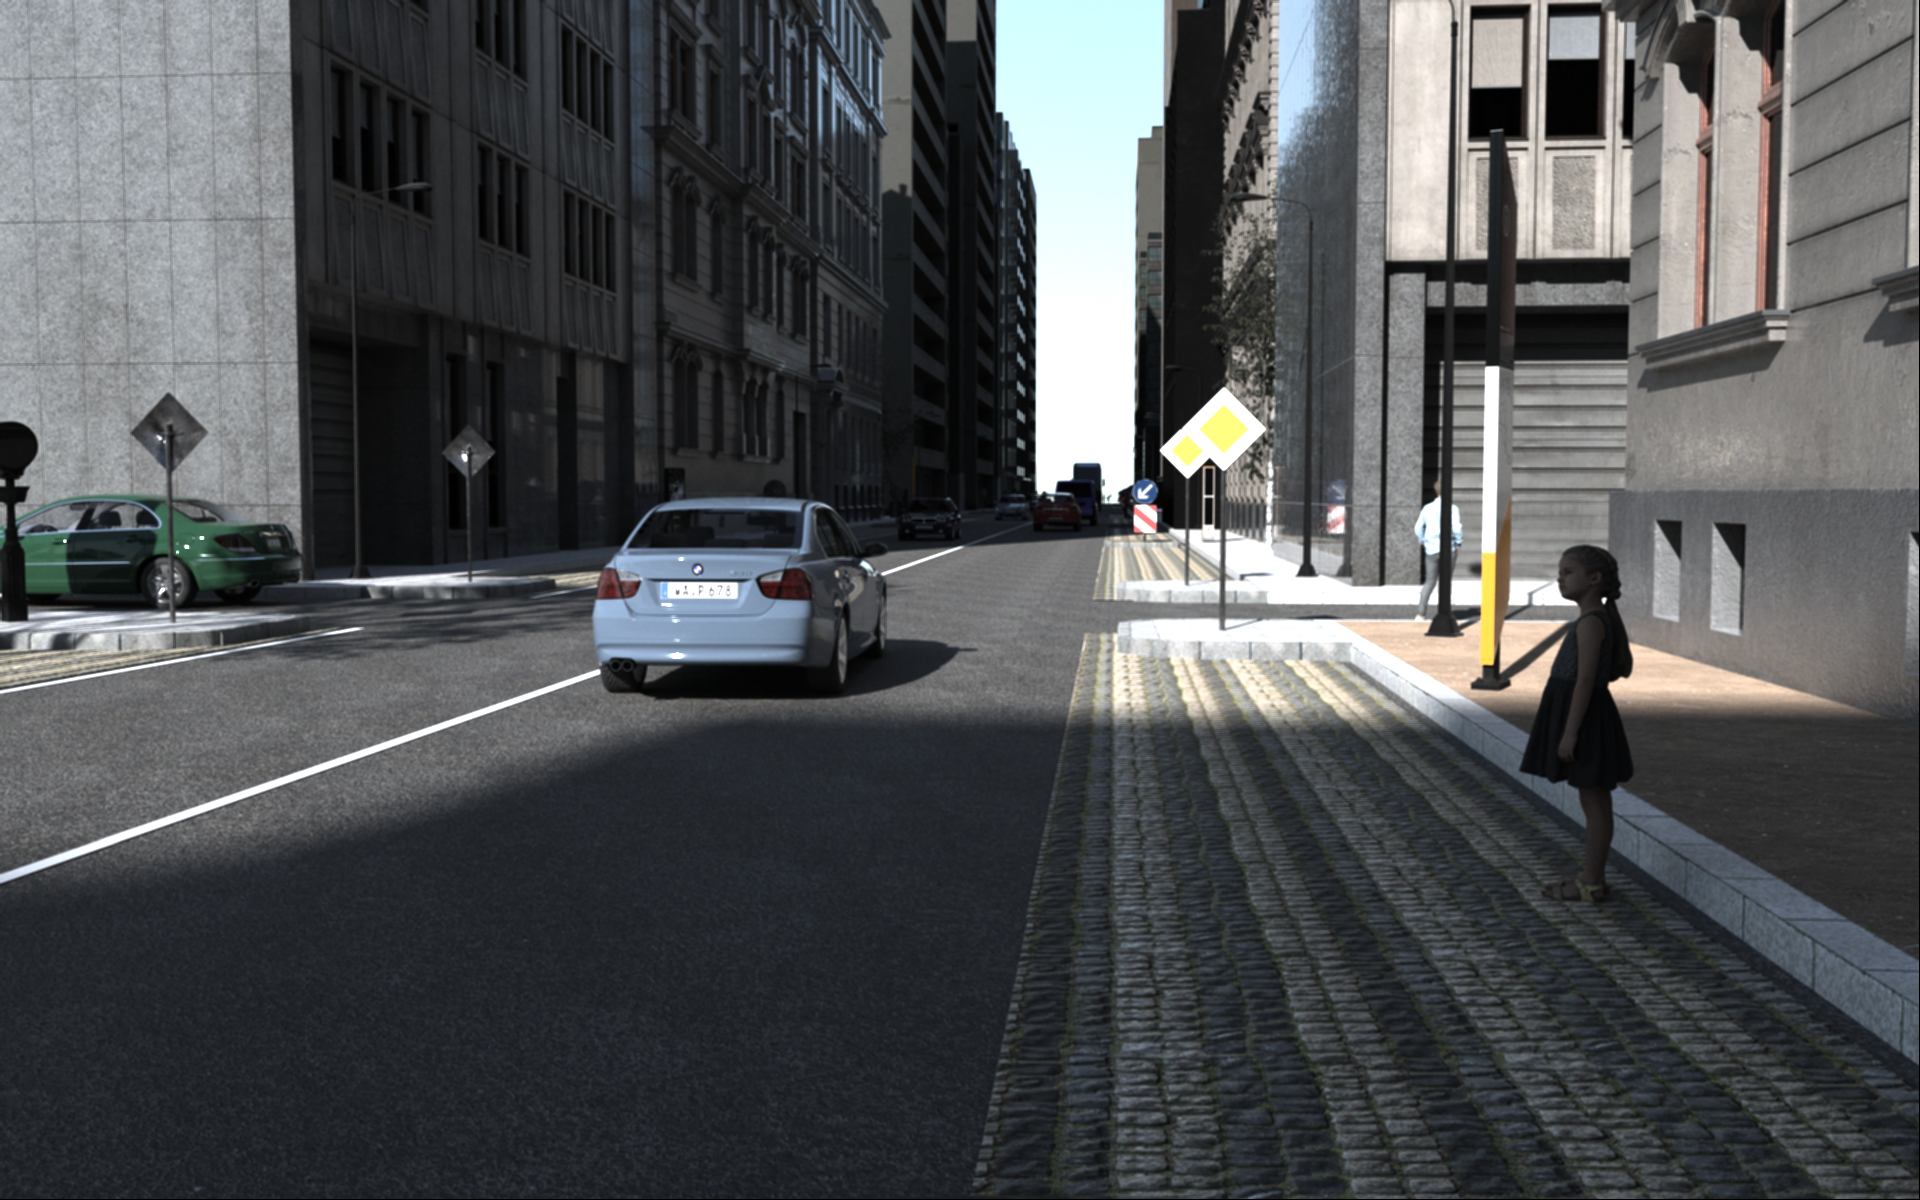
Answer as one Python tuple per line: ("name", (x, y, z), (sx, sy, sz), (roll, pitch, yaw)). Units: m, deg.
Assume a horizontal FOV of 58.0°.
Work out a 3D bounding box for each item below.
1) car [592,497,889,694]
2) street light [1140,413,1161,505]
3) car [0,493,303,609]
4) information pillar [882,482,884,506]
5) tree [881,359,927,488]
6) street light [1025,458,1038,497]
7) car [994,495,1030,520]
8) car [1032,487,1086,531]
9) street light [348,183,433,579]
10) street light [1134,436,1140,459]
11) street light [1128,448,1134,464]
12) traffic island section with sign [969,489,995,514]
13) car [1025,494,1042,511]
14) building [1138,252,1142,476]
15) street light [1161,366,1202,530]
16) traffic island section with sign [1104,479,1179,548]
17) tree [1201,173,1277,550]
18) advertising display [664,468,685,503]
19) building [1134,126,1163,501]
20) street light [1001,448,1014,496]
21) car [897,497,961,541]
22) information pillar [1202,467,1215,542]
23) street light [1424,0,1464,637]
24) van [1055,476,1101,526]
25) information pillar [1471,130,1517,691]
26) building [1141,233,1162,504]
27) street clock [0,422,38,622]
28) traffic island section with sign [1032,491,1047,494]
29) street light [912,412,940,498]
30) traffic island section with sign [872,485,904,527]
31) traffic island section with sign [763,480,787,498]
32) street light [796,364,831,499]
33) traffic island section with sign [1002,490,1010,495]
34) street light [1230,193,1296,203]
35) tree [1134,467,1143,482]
("car", (-1.620, -0.106, 13.737), (2.014, 1.417, 4.499), (0, 4, 3))
("street light", (11.651, -7.985, 103.103), (1.470, 5.913, 1.316), (0, 4, 5))
("car", (-11.121, -0.657, 22.542), (4.920, 1.459, 2.131), (0, 4, 7))
("information pillar", (-4.368, -5.609, 96.200), (0.304, 2.012, 0.304), (-1, 4, -12))
("tree", (-4.108, -8.714, 92.842), (4.360, 8.622, 3.978), (0, 3, 0))
("street light", (8.862, -15.146, 220.170), (1.470, 5.913, 1.316), (0, 4, 5))
("car", (2.891, -5.106, 95.481), (2.014, 1.417, 4.499), (0, 4, 5))
("car", (3.857, -3.609, 68.053), (2.155, 1.783, 4.494), (0, 4, 6))
("street light", (-8.563, -3.273, 26.060), (1.470, 5.913, 1.316), (0, 4, 5))
("street light", (14.907, -10.177, 138.939), (1.470, 5.913, 1.316), (0, 4, 5))
("street light", (18.999, -13.036, 185.683), (1.470, 5.913, 1.316), (0, 4, 5))
("traffic island section with sign", (1.708, -7.090, 124.550), (1.989, 1.847, 2.006), (0, 4, 5))
("car", (5.734, -7.525, 132.815), (2.009, 1.686, 4.222), (0, 4, 4))
("building", (28.314, -26.603, 206.660), (14.160, 30.474, 14.107), (0, 4, 5))
("street light", (8.117, -5.512, 62.666), (1.470, 5.913, 1.316), (0, 4, 5))
("traffic island section with sign", (4.901, -2.346, 46.987), (1.989, 1.847, 2.006), (0, 4, 5))
("tree", (7.303, -5.459, 39.610), (4.360, 8.622, 3.978), (0, 3, 0))
("advertising display", (-7.019, -2.289, 42.640), (0.123, 1.923, 0.974), (1, 4, 15))
("building", (33.398, -36.689, 223.571), (21.300, 48.544, 21.600), (0, 4, 5))
("street light", (4.683, -12.333, 174.188), (1.470, 5.913, 1.316), (0, 4, 5))
("car", (-0.943, -2.568, 54.570), (1.945, 1.354, 3.894), (0, 4, 5))
("information pillar", (6.636, -2.556, 46.279), (0.304, 2.012, 0.304), (0, 4, 3))
("street light", (3.852, -2.633, 15.585), (1.470, 5.913, 1.316), (0, 4, 5))
("van", (5.392, -4.639, 80.239), (2.240, 2.365, 5.245), (0, 4, 6))
("information pillar", (3.559, -1.228, 11.440), (0.183, 3.616, 0.504), (2, 4, 29))
("building", (27.676, -25.717, 192.180), (14.160, 30.474, 14.107), (0, 4, 5))
("street clock", (-9.532, -0.785, 17.401), (0.358, 2.002, 0.471), (3, 5, 39))
("traffic island section with sign", (9.027, -12.111, 206.635), (1.989, 1.847, 2.006), (0, 4, 5))
("street light", (-1.863, -7.878, 101.348), (1.470, 5.913, 1.316), (0, 4, 5))
("traffic island section with sign", (-2.722, -4.051, 74.866), (1.989, 1.847, 2.006), (0, 4, 5))
("traffic island section with sign", (-5.139, -2.393, 47.756), (1.989, 1.847, 2.006), (0, 4, 5))
("street light", (-5.293, -5.468, 61.935), (1.470, 5.913, 1.316), (0, 4, 5))
("traffic island section with sign", (4.096, -8.732, 151.400), (1.989, 1.847, 2.006), (0, 4, 5))
("street light", (4.859, -3.320, 26.830), (1.470, 5.913, 1.316), (0, 4, 5))
("tree", (19.874, -12.116, 181.811), (4.285, 4.588, 4.351), (0, 3, 0))
